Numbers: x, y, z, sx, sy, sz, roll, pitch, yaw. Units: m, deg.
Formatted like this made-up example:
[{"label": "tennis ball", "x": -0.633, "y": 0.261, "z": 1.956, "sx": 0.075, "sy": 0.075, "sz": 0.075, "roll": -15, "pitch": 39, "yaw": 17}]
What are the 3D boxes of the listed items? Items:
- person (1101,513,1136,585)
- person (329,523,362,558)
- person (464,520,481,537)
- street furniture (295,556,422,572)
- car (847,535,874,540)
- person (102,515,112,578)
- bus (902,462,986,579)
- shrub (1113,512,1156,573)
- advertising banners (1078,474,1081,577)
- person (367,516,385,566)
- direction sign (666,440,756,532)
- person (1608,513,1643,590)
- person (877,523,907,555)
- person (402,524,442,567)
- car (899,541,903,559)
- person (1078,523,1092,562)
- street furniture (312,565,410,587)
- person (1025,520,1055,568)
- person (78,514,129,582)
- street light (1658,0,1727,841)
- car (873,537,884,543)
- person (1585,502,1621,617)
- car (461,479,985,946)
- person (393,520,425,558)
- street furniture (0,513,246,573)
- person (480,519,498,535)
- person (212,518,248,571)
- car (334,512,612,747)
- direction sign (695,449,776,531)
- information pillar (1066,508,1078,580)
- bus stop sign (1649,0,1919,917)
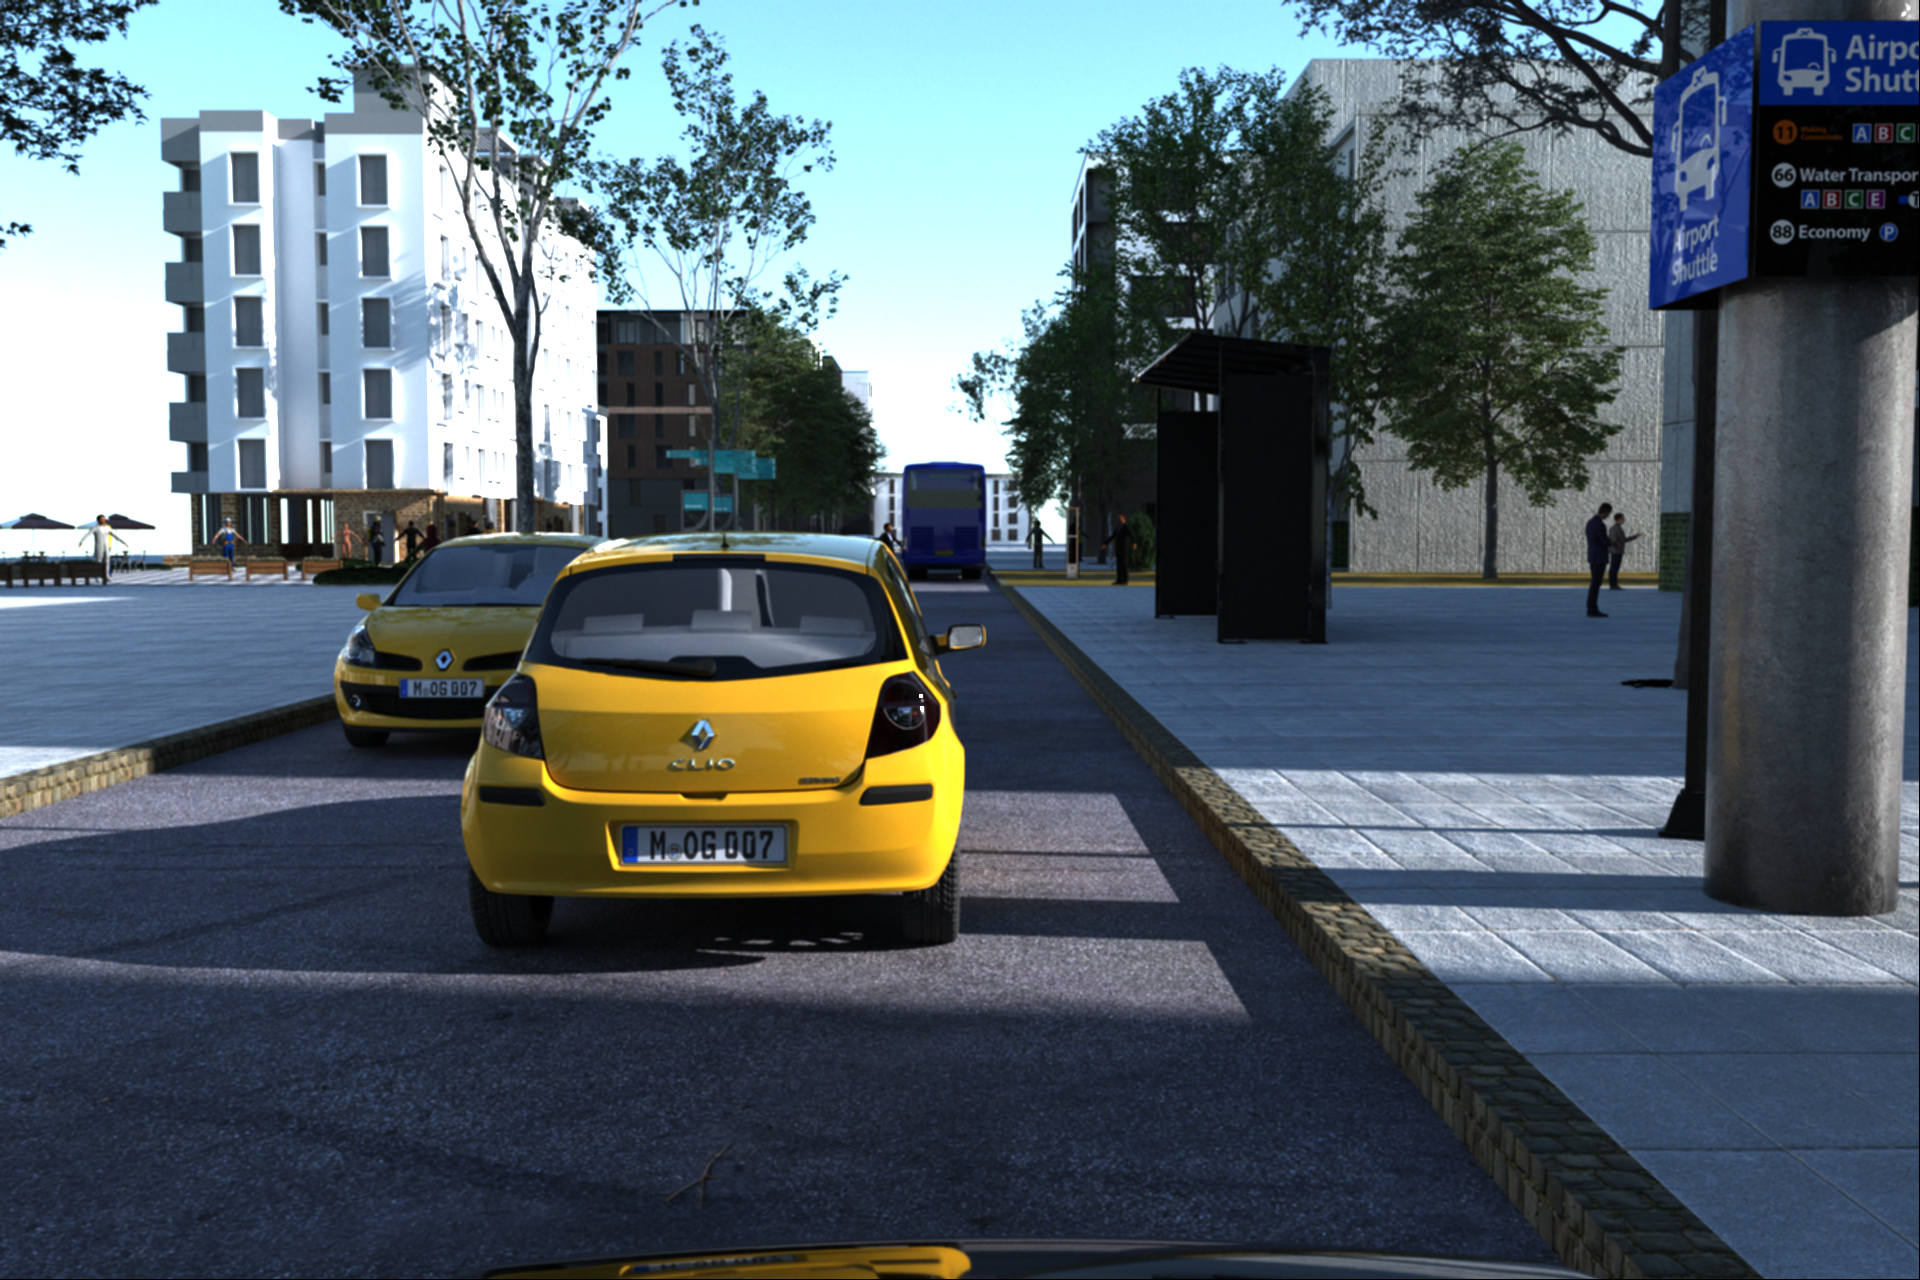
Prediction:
[{"label": "person", "x": 4.056, "y": -2.290, "z": 43.661, "sx": 0.704, "sy": 1.802, "sz": 1.346, "roll": -2, "pitch": 4, "yaw": -33}, {"label": "person", "x": -23.982, "y": -3.720, "z": 67.622, "sx": 1.217, "sy": 1.733, "sz": 0.721, "roll": -1, "pitch": 4, "yaw": -11}, {"label": "person", "x": -19.045, "y": -3.799, "z": 68.052, "sx": 1.347, "sy": 1.837, "sz": 0.705, "roll": 1, "pitch": 4, "yaw": 23}, {"label": "street furniture", "x": -17.427, "y": -2.703, "z": 59.819, "sx": 10.072, "sy": 0.657, "sz": 5.734, "roll": 1, "pitch": 4, "yaw": 18}, {"label": "car", "x": -3.260, "y": -2.458, "z": 52.195, "sx": 2.014, "sy": 1.417, "sz": 4.499, "roll": 0, "pitch": 4, "yaw": -1}, {"label": "person", "x": -25.025, "y": -2.733, "z": 50.651, "sx": 0.705, "sy": 1.833, "sz": 1.349, "roll": -1, "pitch": 4, "yaw": -13}, {"label": "bus", "x": -0.510, "y": -4.051, "z": 57.784, "sx": 2.896, "sy": 3.916, "sz": 12.251, "roll": 0, "pitch": 4, "yaw": 0}, {"label": "shrub", "x": 5.909, "y": -3.260, "z": 57.345, "sx": 1.661, "sy": 2.075, "sz": 1.752, "roll": 0, "pitch": 3, "yaw": 0}, {"label": "advertising banners", "x": 3.511, "y": -3.388, "z": 51.579, "sx": 0.090, "sy": 3.025, "sz": 2.074, "roll": 0, "pitch": 4, "yaw": 1}, {"label": "person", "x": -18.269, "y": -2.974, "z": 54.401, "sx": 0.705, "sy": 1.856, "sz": 1.354, "roll": -2, "pitch": 4, "yaw": -26}, {"label": "direction sign", "x": -7.058, "y": -3.729, "z": 49.724, "sx": 2.525, "sy": 3.948, "sz": 1.411, "roll": 0, "pitch": 4, "yaw": 0}, {"label": "person", "x": 15.313, "y": -2.038, "z": 39.899, "sx": 0.750, "sy": 1.759, "sz": 0.617, "roll": 1, "pitch": 4, "yaw": 16}, {"label": "person", "x": -1.948, "y": -2.392, "z": 48.285, "sx": 1.216, "sy": 1.740, "sz": 0.721, "roll": -3, "pitch": 5, "yaw": -44}, {"label": "person", "x": -8.214, "y": -1.089, "z": 27.014, "sx": 0.989, "sy": 1.438, "sz": 0.599, "roll": 0, "pitch": 4, "yaw": -3}, {"label": "car", "x": -2.474, "y": -5.471, "z": 99.241, "sx": 2.009, "sy": 1.686, "sz": 4.222, "roll": 0, "pitch": 3, "yaw": 0}, {"label": "person", "x": 5.534, "y": -4.526, "z": 80.457, "sx": 1.216, "sy": 1.772, "sz": 0.721, "roll": 2, "pitch": 4, "yaw": 27}, {"label": "street furniture", "x": -10.930, "y": -1.750, "z": 44.241, "sx": 10.072, "sy": 0.657, "sz": 5.734, "roll": 1, "pitch": 4, "yaw": 12}, {"label": "person", "x": 2.964, "y": -3.607, "z": 65.245, "sx": 1.348, "sy": 1.796, "sz": 0.705, "roll": 3, "pitch": 5, "yaw": 40}, {"label": "person", "x": -22.964, "y": -2.458, "z": 46.381, "sx": 0.705, "sy": 1.806, "sz": 1.347, "roll": 3, "pitch": 4, "yaw": 37}, {"label": "street light", "x": 3.684, "y": -2.119, "z": 7.192, "sx": 1.470, "sy": 5.913, "sz": 1.316, "roll": 0, "pitch": 4, "yaw": 0}, {"label": "car", "x": -3.641, "y": -3.496, "z": 69.741, "sx": 1.945, "sy": 1.354, "sz": 3.894, "roll": 0, "pitch": 3, "yaw": 0}, {"label": "person", "x": 10.010, "y": -1.250, "z": 26.935, "sx": 0.568, "sy": 1.767, "sz": 0.683, "roll": 0, "pitch": 4, "yaw": -4}, {"label": "car", "x": -0.874, "y": 0.168, "z": 7.470, "sx": 2.015, "sy": 1.641, "sz": 3.980, "roll": 0, "pitch": 4, "yaw": -2}, {"label": "person", "x": -21.306, "y": -3.734, "z": 67.237, "sx": 1.347, "sy": 1.806, "sz": 0.705, "roll": -3, "pitch": 4, "yaw": -36}, {"label": "street furniture", "x": -34.500, "y": -3.004, "z": 54.140, "sx": 14.083, "sy": 1.986, "sz": 27.439, "roll": 1, "pitch": 4, "yaw": 13}, {"label": "person", "x": -17.900, "y": -3.689, "z": 66.082, "sx": 0.705, "sy": 1.858, "sz": 1.354, "roll": 3, "pitch": 4, "yaw": 36}, {"label": "person", "x": -25.163, "y": -3.285, "z": 59.569, "sx": 0.705, "sy": 1.847, "sz": 1.347, "roll": 2, "pitch": 4, "yaw": 33}, {"label": "car", "x": -3.280, "y": -0.163, "z": 12.881, "sx": 2.015, "sy": 1.641, "sz": 3.980, "roll": 0, "pitch": 4, "yaw": 0}, {"label": "direction sign", "x": -7.032, "y": -4.050, "z": 54.980, "sx": 2.525, "sy": 3.948, "sz": 1.411, "roll": 0, "pitch": 4, "yaw": 2}, {"label": "information pillar", "x": 3.110, "y": -2.670, "z": 48.147, "sx": 0.304, "sy": 2.012, "sz": 0.304, "roll": 0, "pitch": 4, "yaw": -2}, {"label": "bus stop sign", "x": 2.956, "y": -1.038, "z": 5.989, "sx": 0.837, "sy": 3.901, "sz": 0.837, "roll": 0, "pitch": 4, "yaw": 0}]
